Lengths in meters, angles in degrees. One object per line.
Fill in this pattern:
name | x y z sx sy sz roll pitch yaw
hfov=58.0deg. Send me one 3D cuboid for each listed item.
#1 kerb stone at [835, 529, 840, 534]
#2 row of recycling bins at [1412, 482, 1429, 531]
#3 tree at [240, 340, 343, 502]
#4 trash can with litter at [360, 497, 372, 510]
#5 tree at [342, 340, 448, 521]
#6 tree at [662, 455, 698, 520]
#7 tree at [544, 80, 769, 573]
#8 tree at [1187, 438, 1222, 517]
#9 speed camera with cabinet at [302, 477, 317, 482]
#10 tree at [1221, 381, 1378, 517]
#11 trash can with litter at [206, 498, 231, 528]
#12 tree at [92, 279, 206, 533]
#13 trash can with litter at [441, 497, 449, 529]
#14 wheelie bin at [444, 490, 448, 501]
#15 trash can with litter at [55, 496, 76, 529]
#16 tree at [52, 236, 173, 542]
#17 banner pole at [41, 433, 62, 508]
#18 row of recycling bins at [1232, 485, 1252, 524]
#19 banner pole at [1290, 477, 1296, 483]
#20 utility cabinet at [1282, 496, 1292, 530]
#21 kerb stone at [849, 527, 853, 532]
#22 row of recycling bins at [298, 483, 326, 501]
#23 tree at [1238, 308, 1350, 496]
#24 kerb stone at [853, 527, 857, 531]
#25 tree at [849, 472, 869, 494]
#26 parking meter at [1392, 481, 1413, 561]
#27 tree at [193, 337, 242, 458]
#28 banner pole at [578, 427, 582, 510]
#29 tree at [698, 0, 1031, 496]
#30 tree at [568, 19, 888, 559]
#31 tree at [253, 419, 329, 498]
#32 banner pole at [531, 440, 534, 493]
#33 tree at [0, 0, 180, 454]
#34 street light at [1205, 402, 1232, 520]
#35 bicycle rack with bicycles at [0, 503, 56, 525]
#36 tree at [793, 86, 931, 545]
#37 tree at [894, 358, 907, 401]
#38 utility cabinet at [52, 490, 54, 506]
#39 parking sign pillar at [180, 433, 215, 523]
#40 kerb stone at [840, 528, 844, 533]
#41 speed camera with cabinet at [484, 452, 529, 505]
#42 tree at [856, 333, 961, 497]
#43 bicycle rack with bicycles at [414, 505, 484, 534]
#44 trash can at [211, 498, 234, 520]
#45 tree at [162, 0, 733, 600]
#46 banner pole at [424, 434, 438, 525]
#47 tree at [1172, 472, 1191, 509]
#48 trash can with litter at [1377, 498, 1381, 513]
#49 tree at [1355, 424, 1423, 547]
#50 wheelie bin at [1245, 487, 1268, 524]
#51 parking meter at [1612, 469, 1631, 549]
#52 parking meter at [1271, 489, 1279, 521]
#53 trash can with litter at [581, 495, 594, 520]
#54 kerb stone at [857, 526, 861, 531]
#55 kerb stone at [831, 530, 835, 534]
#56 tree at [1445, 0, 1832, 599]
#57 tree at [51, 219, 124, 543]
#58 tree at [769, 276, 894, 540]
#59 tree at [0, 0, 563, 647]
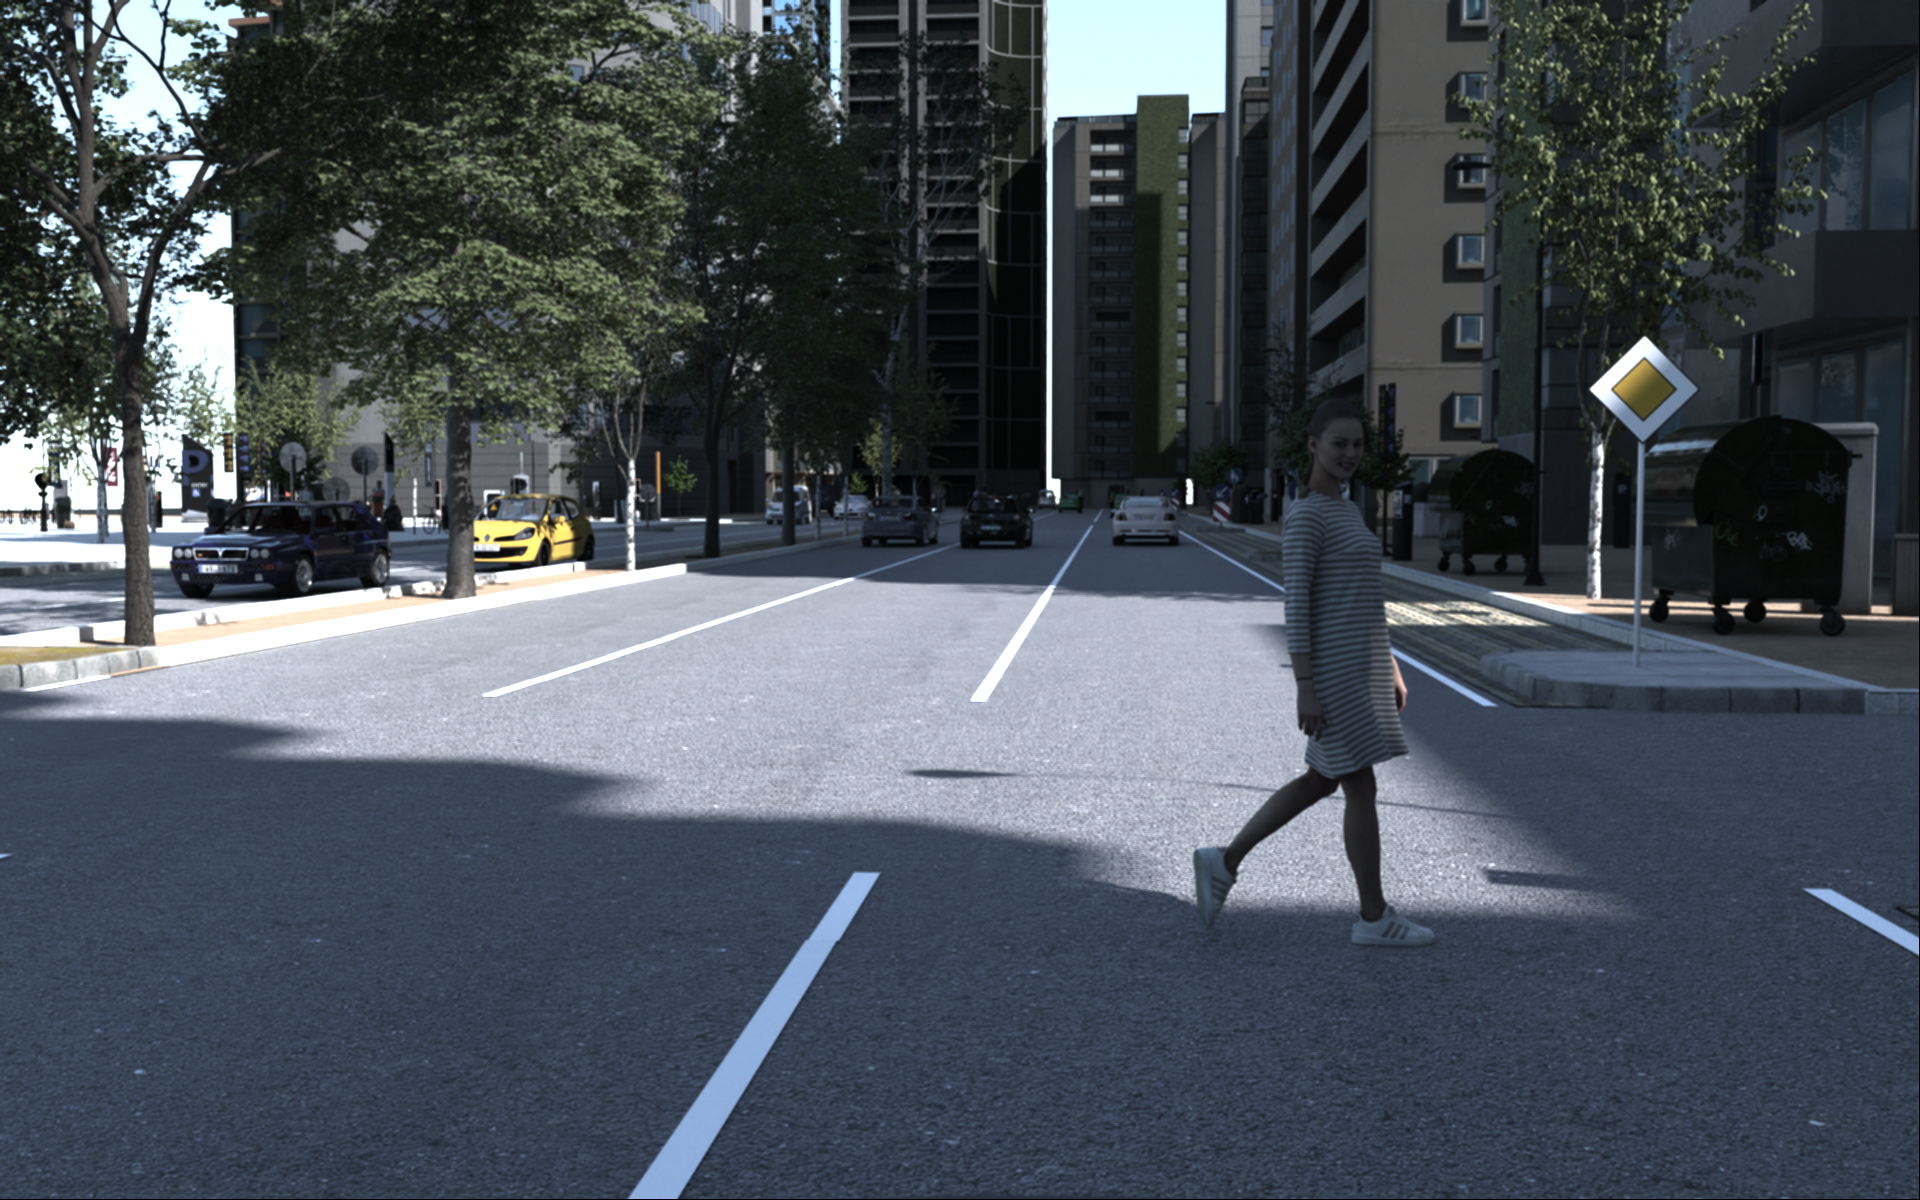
kerb stone | -4.521 -2.436 62.030 0.120 0.150 1.000 0 4 5
row of recycling bins | 17.224 -3.188 59.240 3.534 1.692 1.069 1 4 20
tree | -30.866 -8.118 83.089 4.737 8.622 4.395 0 3 0
trash can with litter | -25.968 -3.881 74.839 1.055 1.170 0.624 0 4 -4
tree | -26.166 -8.124 83.188 4.737 8.622 4.395 0 3 0
tree | -13.652 -5.525 84.928 1.663 3.219 1.824 0 3 0
tree | -5.881 -4.777 30.931 4.360 8.622 3.978 0 3 0
tree | 14.779 -6.885 96.281 4.285 4.588 4.351 0 3 0
speed camera with cabinet | -31.954 -5.624 86.282 2.038 3.252 0.660 2 4 26
tree | 10.737 -4.060 50.089 4.285 4.588 4.351 0 3 0
trash can with litter | -21.916 -2.426 51.057 0.624 1.170 1.055 -1 4 -12
tree | -26.915 -6.538 57.265 4.360 8.622 3.978 0 3 0
trash can with litter | -18.300 -3.150 62.895 1.055 1.170 0.624 -1 4 -14
wheelie bin | -19.529 -3.613 66.973 0.693 1.594 0.980 2 4 34
trash can with litter | -33.038 -3.223 64.082 1.055 1.170 0.624 3 5 41
tree | -25.652 -6.203 51.783 4.737 8.622 4.395 0 3 0
banner pole | -37.333 -4.958 71.080 0.863 3.779 0.401 -3 5 -41
row of recycling bins | 12.590 -4.262 76.790 1.069 1.692 3.534 0 4 7
banner pole | 11.243 -4.094 56.957 0.863 3.779 0.401 -1 4 -9
utility cabinet | 11.401 -2.902 58.603 0.306 1.237 1.020 -3 5 -44
kerb stone | -4.257 -2.621 65.092 0.120 0.150 1.000 0 4 5
row of recycling bins | -24.300 -3.574 65.546 1.069 1.692 3.534 -1 4 -11
tree | 13.322 -7.269 69.212 4.360 8.622 3.978 0 3 0
kerb stone | -4.168 -2.684 66.111 0.120 0.150 1.000 0 4 5
tree | -8.342 -8.747 137.619 1.663 3.219 1.824 0 3 0
parking meter | 8.519 -1.524 33.335 0.372 1.533 0.369 0 3 0
tree | -35.726 -8.045 81.905 4.737 8.622 4.395 0 3 0
banner pole | -14.298 -4.590 65.067 0.401 3.779 0.863 -1 4 -18
tree | -3.954 -12.777 67.247 12.611 20.169 13.585 0 3 0
tree | -5.428 -6.718 38.058 9.928 11.665 9.643 0 3 0
tree | -17.211 -3.081 44.980 1.663 3.219 1.824 0 3 0
banner pole | -19.766 -5.521 80.292 0.401 3.779 0.863 -1 4 -11
tree | -18.532 -6.878 29.471 9.611 12.733 9.660 0 3 0
street light | 13.040 -7.014 87.218 1.470 5.913 1.316 0 4 5
bicycle rack with bicycles | -38.922 -3.645 72.974 2.852 0.926 2.925 -3 5 -40
tree | -4.707 -7.719 46.790 7.486 12.596 7.792 0 3 0
tree | -3.859 -6.473 58.656 4.360 8.622 3.978 0 3 0
utility cabinet | -48.312 -5.158 93.004 1.173 1.500 0.318 3 5 39
parking sign pillar | -33.640 -5.378 76.404 1.447 3.967 1.447 0 4 -2
kerb stone | -4.432 -2.499 63.049 0.120 0.150 1.000 0 4 5
speed camera with cabinet | -21.424 -5.350 81.809 2.038 3.252 0.660 -1 4 -8
tree | -1.958 -7.572 76.629 4.737 8.622 4.395 0 3 0
bicycle rack with bicycles | -16.185 -2.602 55.917 2.852 0.926 2.925 1 4 10
trash can | -25.839 -3.002 60.740 0.748 1.137 0.748 0 3 0
tree | -6.874 -6.304 23.648 7.486 12.596 7.792 0 3 0
banner pole | -21.987 -5.015 72.019 0.863 3.779 0.401 3 4 36
tree | 19.521 -9.639 152.192 1.663 3.219 1.824 0 3 0
trash can with litter | 14.940 -3.209 63.849 1.055 1.170 0.624 -1 4 -18
tree | 10.506 -2.920 42.346 1.663 3.219 1.824 0 3 0
wheelie bin | 12.520 -3.987 73.100 0.980 1.594 0.693 1 4 14
parking meter | 15.616 -2.153 40.912 0.399 1.863 0.255 1 4 20
parking meter | 14.762 -4.453 81.214 0.372 1.533 0.369 0 3 0
trash can with litter | -18.890 -4.648 87.048 1.678 1.210 2.233 -1 4 -20
kerb stone | -4.072 -2.745 67.133 0.120 0.150 1.000 0 4 5
kerb stone | -4.620 -2.374 61.013 0.120 0.150 1.000 0 4 5
tree | 8.028 -4.322 21.021 4.737 8.622 4.395 0 3 0
tree | -22.634 -5.804 45.262 4.737 8.622 4.395 0 3 0
tree | -4.387 -6.166 53.634 4.360 8.622 3.978 0 3 0
tree | -7.563 -4.847 16.111 8.767 10.594 7.601 0 4 5
